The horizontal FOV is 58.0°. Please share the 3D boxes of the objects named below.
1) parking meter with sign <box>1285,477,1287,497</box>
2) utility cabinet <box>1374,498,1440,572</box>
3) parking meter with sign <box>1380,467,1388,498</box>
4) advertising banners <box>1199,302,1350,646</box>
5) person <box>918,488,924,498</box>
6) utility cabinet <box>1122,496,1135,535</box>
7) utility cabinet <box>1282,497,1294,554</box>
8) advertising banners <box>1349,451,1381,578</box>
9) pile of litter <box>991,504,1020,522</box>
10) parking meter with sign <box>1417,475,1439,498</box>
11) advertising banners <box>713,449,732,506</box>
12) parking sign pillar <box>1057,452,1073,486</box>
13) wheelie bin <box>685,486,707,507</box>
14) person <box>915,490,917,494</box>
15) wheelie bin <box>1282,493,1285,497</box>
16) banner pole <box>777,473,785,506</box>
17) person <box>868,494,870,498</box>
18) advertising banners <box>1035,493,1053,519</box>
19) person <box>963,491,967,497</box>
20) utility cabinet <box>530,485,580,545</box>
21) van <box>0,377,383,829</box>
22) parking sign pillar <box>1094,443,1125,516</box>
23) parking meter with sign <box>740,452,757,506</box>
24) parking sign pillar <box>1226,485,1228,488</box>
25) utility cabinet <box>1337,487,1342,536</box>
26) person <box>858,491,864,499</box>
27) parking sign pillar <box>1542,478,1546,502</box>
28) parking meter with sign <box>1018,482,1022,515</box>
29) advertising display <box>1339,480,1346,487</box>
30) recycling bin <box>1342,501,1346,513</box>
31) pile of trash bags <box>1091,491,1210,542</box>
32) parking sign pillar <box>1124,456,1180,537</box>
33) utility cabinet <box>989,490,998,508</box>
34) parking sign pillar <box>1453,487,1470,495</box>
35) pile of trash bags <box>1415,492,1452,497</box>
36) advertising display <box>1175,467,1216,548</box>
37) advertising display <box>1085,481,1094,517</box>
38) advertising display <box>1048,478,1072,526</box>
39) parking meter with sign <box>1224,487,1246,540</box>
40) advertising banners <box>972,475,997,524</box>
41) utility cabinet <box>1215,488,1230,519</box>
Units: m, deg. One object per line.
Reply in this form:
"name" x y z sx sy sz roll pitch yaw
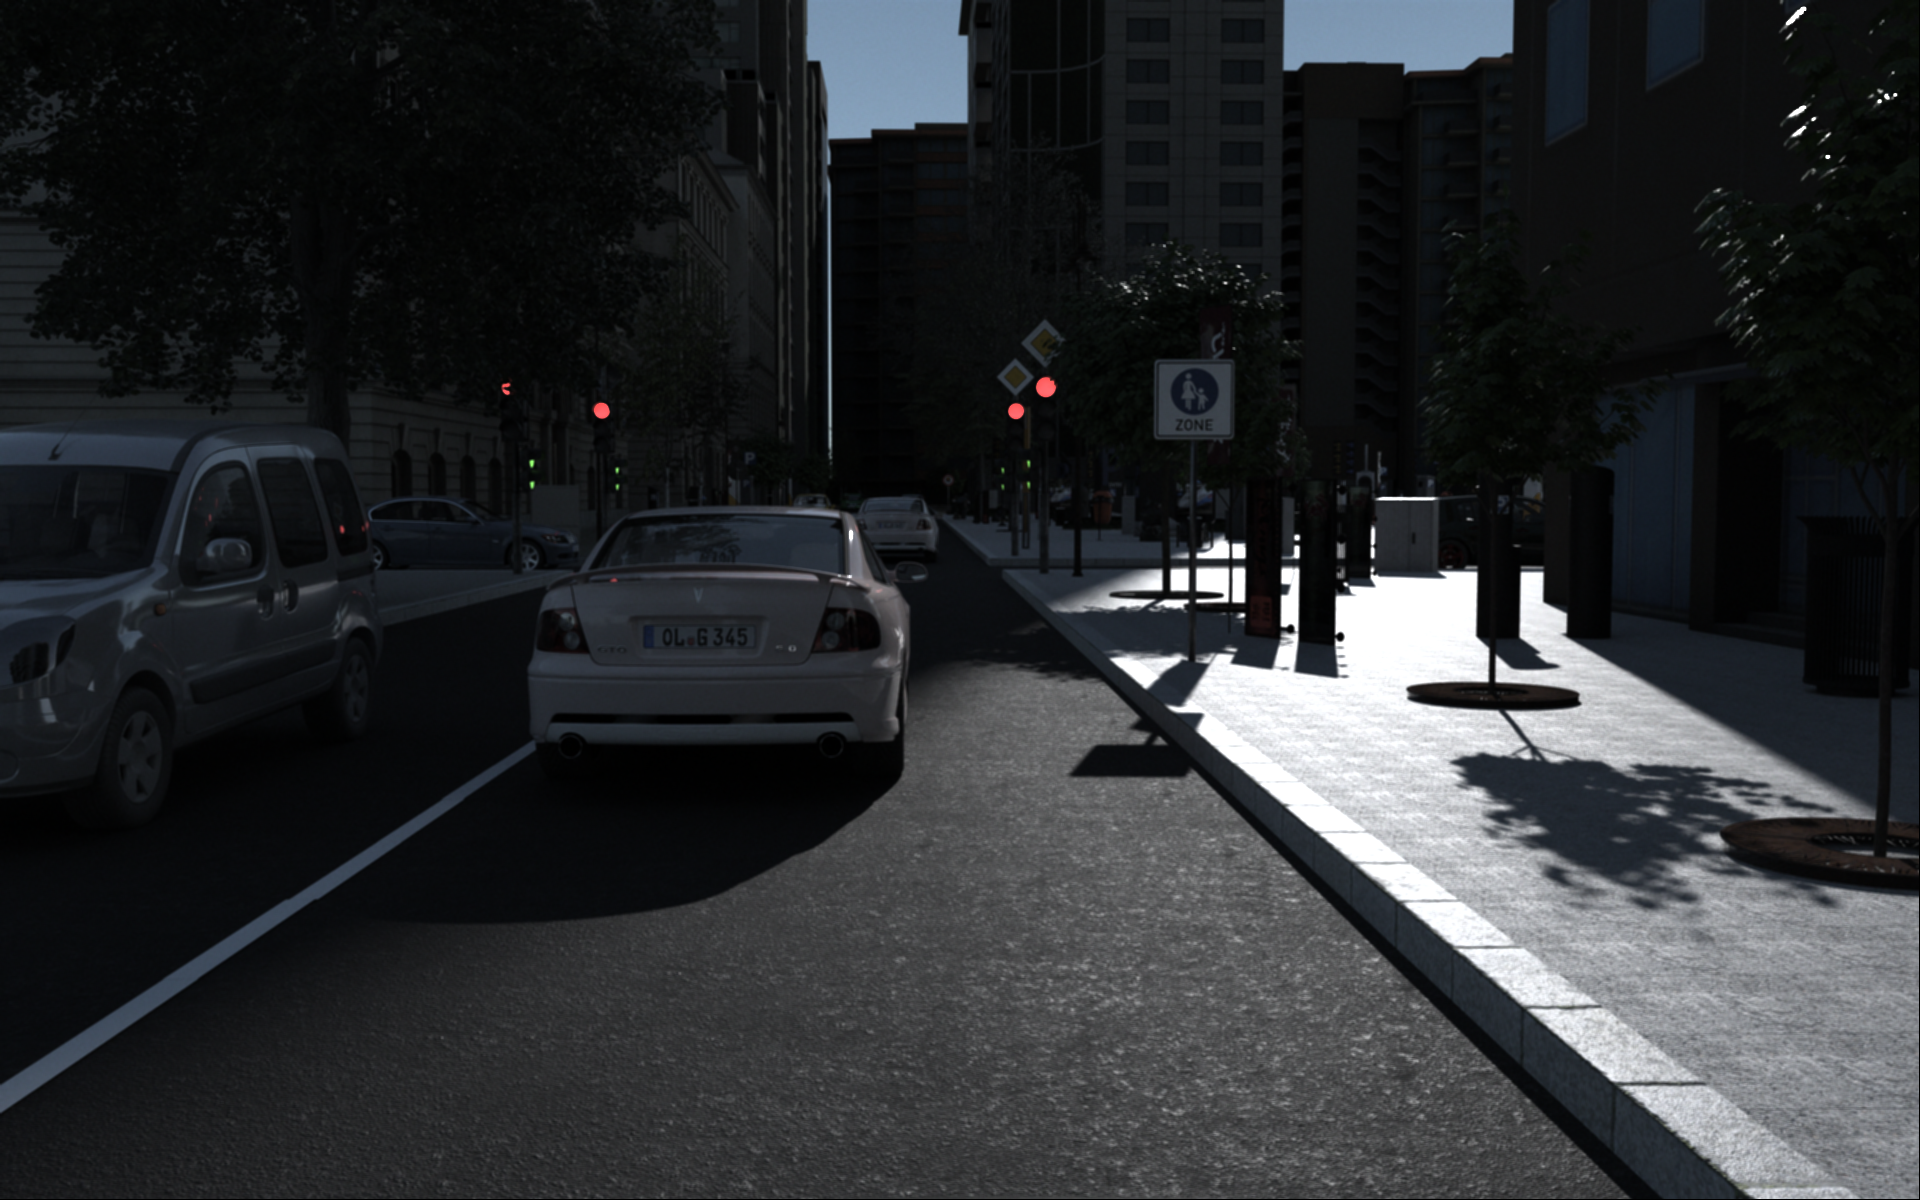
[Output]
"parking meter with sign" 12.372 -4.517 70.110 1.738 3.016 0.543 1 4 23
"utility cabinet" 7.419 -1.079 28.801 1.020 1.237 0.306 3 4 39
"parking meter with sign" 26.950 -6.982 110.417 0.543 3.016 1.738 1 4 14
"advertising banners" 2.725 -1.176 15.418 0.090 3.025 2.074 -2 4 -27
"person" -2.632 -6.377 112.784 0.705 1.822 1.348 2 4 31
"utility cabinet" 5.651 -2.676 54.911 1.020 1.237 0.306 1 4 23
"utility cabinet" 6.907 -1.616 37.583 0.306 1.237 1.020 -1 4 -16
"advertising banners" 5.636 -1.886 27.019 0.090 3.025 2.074 -3 5 -40
"pile of litter" 2.129 -4.004 79.432 1.719 0.858 1.176 -3 5 -39
"parking meter with sign" 18.612 -4.459 69.162 0.543 3.016 1.738 -1 4 -20
"advertising banners" -9.131 -4.319 66.804 0.090 3.025 2.074 1 4 12
"parking sign pillar" 6.628 -7.392 109.337 1.447 3.967 1.447 -2 4 -28
"wheelie bin" -10.905 -3.902 71.698 0.980 1.594 0.693 1 4 12
"person" -4.491 -10.415 178.802 0.705 1.822 1.348 -1 4 -19
"wheelie bin" 18.558 -5.705 101.187 0.693 1.594 0.980 -1 4 -18
"banner pole" -9.705 -6.339 93.657 0.401 3.779 0.863 2 4 33
"person" -9.353 -10.112 177.087 0.557 1.426 1.065 2 4 23
"advertising banners" 4.050 -5.627 88.193 2.074 3.025 0.090 3 5 43
"person" 0.635 -11.154 190.865 0.705 1.824 1.348 3 5 44
"utility cabinet" -10.116 -2.113 43.224 1.173 1.500 0.318 -1 4 -22
"van" -4.324 -0.104 8.712 2.013 2.044 4.112 0 4 0
"parking sign pillar" 6.301 -5.165 72.921 1.447 3.967 1.447 -2 4 -33
"parking meter with sign" -8.670 -4.540 70.493 0.543 3.016 1.738 0 4 2
"parking sign pillar" 13.352 -6.249 90.642 1.447 3.967 1.447 -1 4 -12
"utility cabinet" 10.995 -2.620 51.513 0.318 1.500 1.173 -1 4 -10
"person" -8.756 -8.617 150.120 1.217 1.736 0.721 3 5 40
"parking sign pillar" 30.541 -6.144 88.924 1.447 3.967 1.447 -3 5 -42
"parking meter with sign" 3.680 -6.807 107.553 0.543 3.016 1.738 -2 4 -32
"advertising display" 17.377 -4.498 78.758 0.123 1.923 0.974 1 4 23
"recycling bin" 14.798 -3.272 66.044 0.722 1.027 0.722 0 4 -3
"pile of trash bags" 5.236 -2.310 47.518 3.447 1.369 1.912 2 4 24
"parking sign pillar" 5.967 -3.900 52.231 1.447 3.967 1.447 -1 4 -13
"utility cabinet" 1.655 -5.820 103.834 1.173 1.500 0.318 0 4 -7
"parking sign pillar" 31.984 -7.460 110.439 1.447 3.967 1.447 -1 4 -15
"pile of trash bags" 20.052 -3.966 74.590 3.447 1.369 1.912 -3 4 -38
"advertising display" 5.645 -2.223 41.565 0.974 1.923 0.123 2 4 24
"advertising display" 6.873 -5.109 88.745 0.974 1.923 0.123 1 4 12
"advertising display" 4.002 -3.918 69.280 0.974 1.923 0.123 -1 4 -11
"parking meter with sign" 7.976 -3.194 48.489 0.543 3.016 1.738 -1 4 -20
"advertising banners" 1.102 -4.796 74.595 0.090 3.025 2.074 -2 4 -31
"utility cabinet" 10.280 -3.653 68.409 1.173 1.500 0.318 3 4 36
